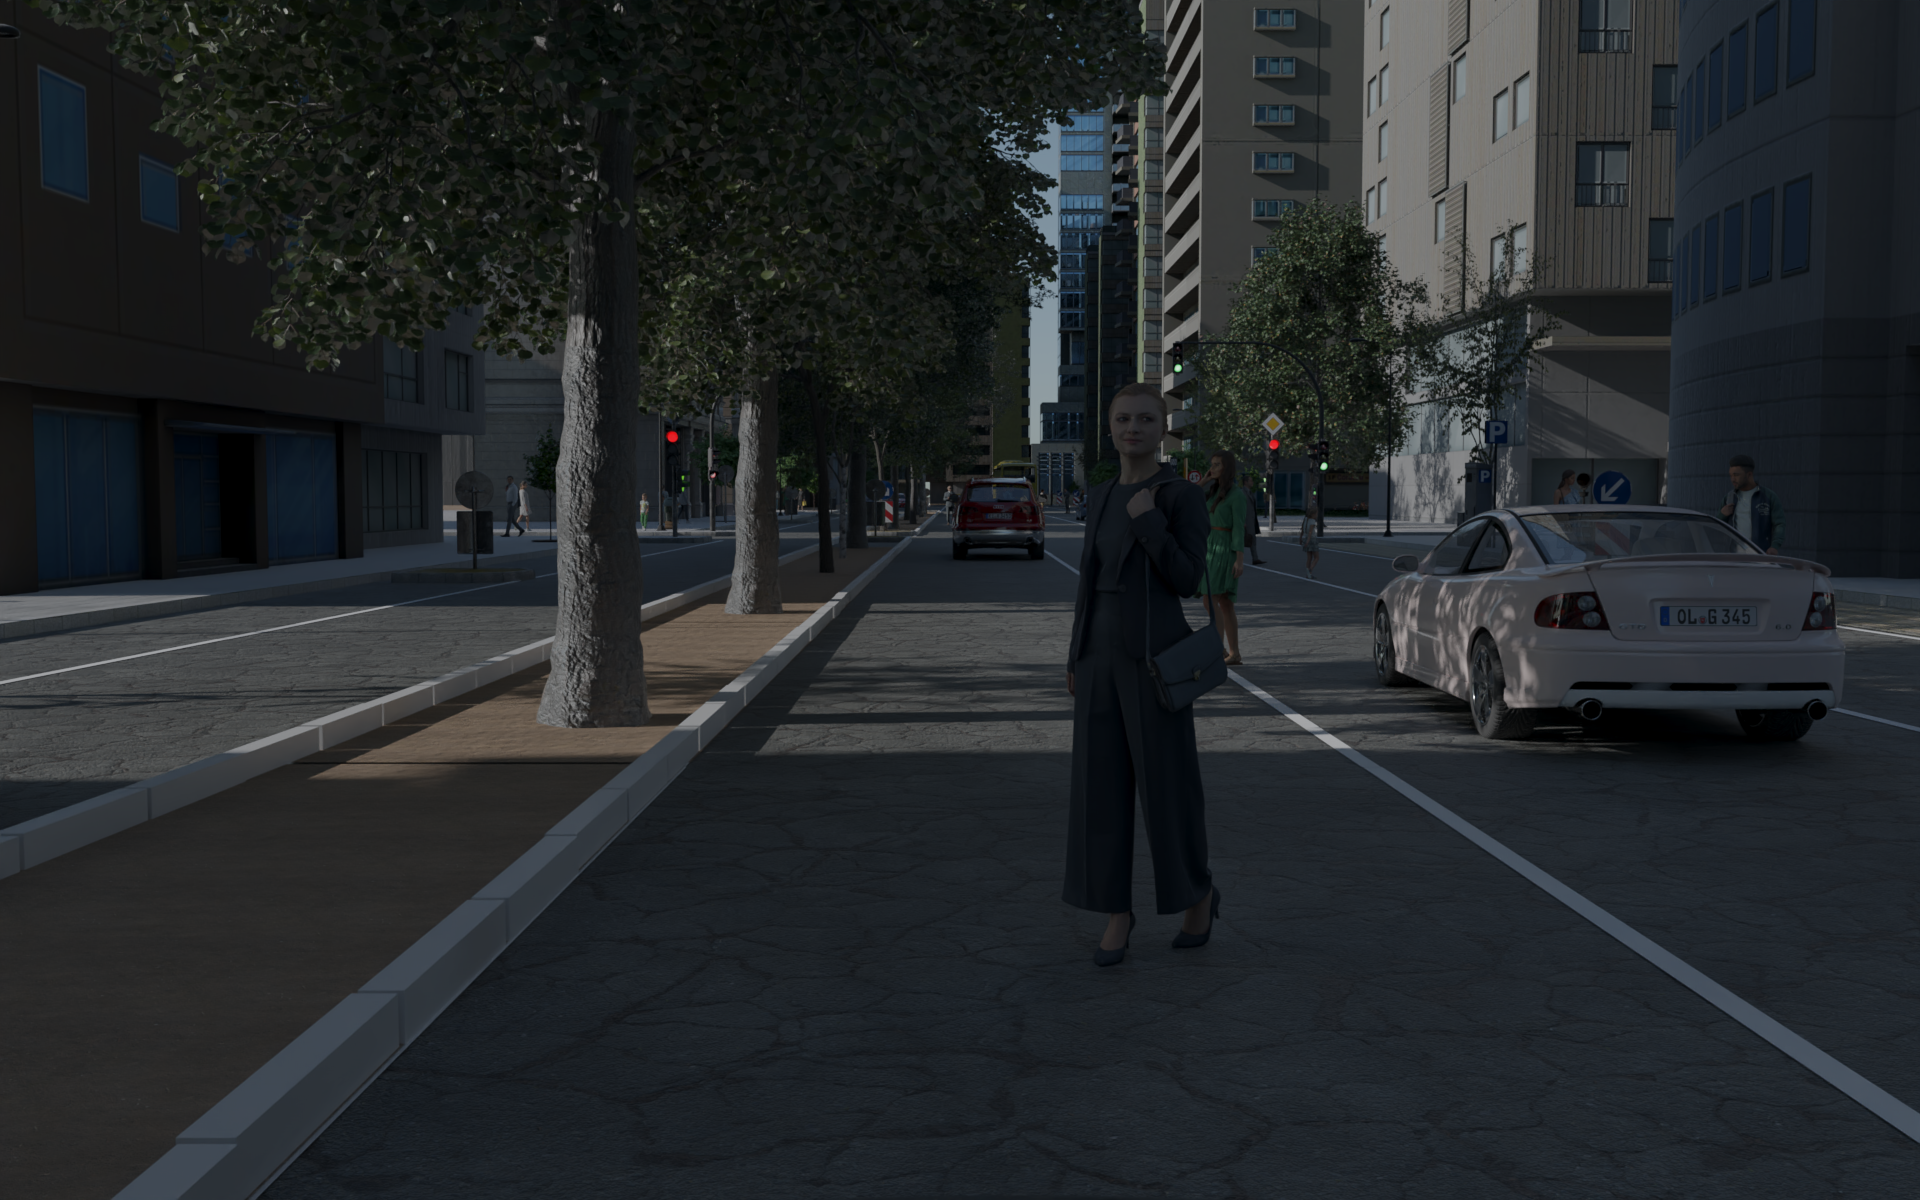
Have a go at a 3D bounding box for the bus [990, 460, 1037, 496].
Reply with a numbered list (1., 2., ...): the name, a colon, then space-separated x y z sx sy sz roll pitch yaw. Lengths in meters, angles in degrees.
1. bus: 3.884 -8.201 125.633 2.896 3.916 12.252 0 4 -2

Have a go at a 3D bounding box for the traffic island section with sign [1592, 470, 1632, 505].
1. traffic island section with sign: 10.821 -1.296 29.810 1.989 1.847 2.006 0 3 0

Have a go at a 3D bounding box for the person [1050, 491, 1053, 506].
1. person: 10.838 -11.947 203.789 0.705 1.831 1.348 1 4 9

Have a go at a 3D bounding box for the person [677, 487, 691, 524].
1. person: -12.050 -4.217 75.169 0.728 1.800 0.709 -3 4 -36

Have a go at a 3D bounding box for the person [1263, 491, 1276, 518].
1. person: 16.579 -5.303 92.657 0.656 1.842 0.836 -3 4 -39

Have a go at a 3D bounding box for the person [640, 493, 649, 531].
1. person: -11.062 -3.085 60.730 0.306 1.304 0.590 0 4 -8

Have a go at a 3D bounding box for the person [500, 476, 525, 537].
1. person: -13.423 -2.796 51.864 0.850 1.850 0.679 -3 5 -40

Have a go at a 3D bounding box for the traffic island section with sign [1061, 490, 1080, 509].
1. traffic island section with sign: 10.703 -9.372 161.864 1.989 1.847 2.006 0 3 0

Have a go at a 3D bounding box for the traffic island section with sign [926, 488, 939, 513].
1. traffic island section with sign: -2.651 -7.737 134.629 2.006 1.907 1.989 0 3 0

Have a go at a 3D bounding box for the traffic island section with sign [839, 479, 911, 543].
1. traffic island section with sign: -2.582 -2.688 52.084 2.006 1.907 1.989 0 3 0

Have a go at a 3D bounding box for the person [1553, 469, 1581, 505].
1. person: 9.281 -1.103 26.623 0.616 1.811 0.778 -2 4 -24

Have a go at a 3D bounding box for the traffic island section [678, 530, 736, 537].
1. traffic island section: -8.555 -2.297 59.830 2.009 0.180 2.903 0 3 0

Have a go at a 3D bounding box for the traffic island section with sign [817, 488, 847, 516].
1. traffic island section with sign: -8.270 -6.330 112.127 1.989 1.847 2.006 0 3 0

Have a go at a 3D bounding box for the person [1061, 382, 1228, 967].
1. person: 0.557 0.215 5.409 0.576 1.772 0.534 2 4 24

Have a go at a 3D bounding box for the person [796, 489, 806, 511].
1. person: -12.349 -7.732 132.679 0.699 1.804 1.509 -2 4 -30

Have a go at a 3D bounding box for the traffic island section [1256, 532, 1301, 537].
1. traffic island section: 10.787 -2.297 59.841 2.009 0.180 2.903 0 3 0

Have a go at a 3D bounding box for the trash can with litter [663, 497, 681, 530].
1. trash can with litter: -10.460 -3.151 62.908 0.624 1.170 1.055 0 4 -7

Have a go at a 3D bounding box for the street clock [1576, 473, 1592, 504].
1. street clock: 21.241 -3.327 58.970 0.471 2.002 0.358 2 4 35

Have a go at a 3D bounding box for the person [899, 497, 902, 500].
1. person: -5.717 -8.664 150.159 1.348 1.824 0.705 1 4 12

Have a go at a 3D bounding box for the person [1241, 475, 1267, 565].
1. person: 5.819 -1.615 35.009 0.767 1.812 0.694 2 4 26

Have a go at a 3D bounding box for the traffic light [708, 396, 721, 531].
1. traffic light: -6.423 -5.203 59.732 4.771 5.953 1.251 0 3 0

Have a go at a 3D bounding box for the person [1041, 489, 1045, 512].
1. person: 6.631 -7.962 138.674 0.705 1.824 1.348 -1 4 -13

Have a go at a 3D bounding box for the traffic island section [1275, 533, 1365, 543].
1. traffic island section: 10.793 -1.809 51.856 2.009 0.180 2.903 0 3 0

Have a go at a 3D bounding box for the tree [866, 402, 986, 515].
1. tree: -3.057 -12.113 117.514 9.611 12.733 9.660 0 3 0

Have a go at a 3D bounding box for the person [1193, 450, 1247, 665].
1. person: 2.184 -0.342 14.333 0.529 1.795 0.600 -3 4 -38

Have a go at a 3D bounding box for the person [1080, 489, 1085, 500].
1. person: 10.188 -8.236 143.188 0.705 1.821 1.348 2 4 32

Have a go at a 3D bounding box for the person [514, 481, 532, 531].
1. person: -15.134 -3.257 60.047 0.466 1.731 0.760 1 4 23

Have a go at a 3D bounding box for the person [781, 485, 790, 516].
1. person: -10.274 -5.906 102.852 0.600 1.795 0.529 2 4 29

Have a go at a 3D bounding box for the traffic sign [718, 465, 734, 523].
1. traffic sign: -10.339 -4.667 76.408 0.768 2.556 0.104 0 4 7

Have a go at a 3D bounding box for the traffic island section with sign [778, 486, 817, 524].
1. traffic island section with sign: -8.257 -4.682 85.172 1.989 1.847 2.006 0 3 0

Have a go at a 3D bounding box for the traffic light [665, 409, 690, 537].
1. traffic light: -8.508 -3.840 51.710 0.839 4.253 0.868 0 3 0

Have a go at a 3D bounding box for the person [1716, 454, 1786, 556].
1. person: 7.017 -0.401 15.400 0.623 1.781 0.721 2 4 35

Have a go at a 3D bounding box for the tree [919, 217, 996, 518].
1. tree: -3.488 -15.108 105.364 12.611 20.169 13.585 0 3 0

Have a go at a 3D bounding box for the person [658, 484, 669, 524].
1. person: -12.574 -4.055 73.343 0.512 1.701 0.522 0 4 0

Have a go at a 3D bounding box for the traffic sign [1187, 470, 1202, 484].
1. traffic sign: 12.528 -5.654 92.549 0.768 2.556 0.104 1 4 8

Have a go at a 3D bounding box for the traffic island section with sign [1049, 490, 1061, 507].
1. traffic island section with sign: 10.683 -11.021 188.820 1.989 1.847 2.006 0 3 0

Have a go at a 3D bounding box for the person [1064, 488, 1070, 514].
1. person: 7.851 -7.299 127.637 0.447 1.846 0.655 -2 4 -26

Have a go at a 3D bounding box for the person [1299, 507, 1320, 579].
1. person: 5.851 -0.962 29.242 0.382 1.210 0.505 -2 4 -26

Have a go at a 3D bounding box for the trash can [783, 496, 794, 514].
1. trash can: -10.403 -5.738 105.465 0.748 1.137 0.748 0 3 0

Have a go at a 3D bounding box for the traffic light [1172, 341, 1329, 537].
1. traffic light: 8.662 -4.705 51.599 4.771 5.953 1.251 0 3 0

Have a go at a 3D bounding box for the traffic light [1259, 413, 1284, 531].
1. traffic light: 10.747 -4.331 59.727 0.839 4.253 0.868 0 3 0

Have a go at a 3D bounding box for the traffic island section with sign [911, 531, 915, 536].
1. traffic island section with sign: -2.579 -3.141 59.491 2.006 1.907 1.989 0 3 0

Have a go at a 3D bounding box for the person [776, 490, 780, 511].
1. person: -13.977 -7.622 130.650 0.794 1.824 0.713 0 4 -2

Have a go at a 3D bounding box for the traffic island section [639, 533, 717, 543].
1. traffic island section: -8.548 -1.808 51.845 2.009 0.180 2.903 0 3 0

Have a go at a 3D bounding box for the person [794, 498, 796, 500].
1. person: -10.532 -6.299 109.460 0.534 1.772 0.576 0 4 1

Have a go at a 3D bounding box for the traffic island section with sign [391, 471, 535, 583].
1. traffic island section with sign: -8.200 -1.240 28.896 1.989 1.847 2.006 0 3 0

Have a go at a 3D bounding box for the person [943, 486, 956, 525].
1. person: -0.415 -4.342 79.659 0.661 1.801 0.590 -1 4 -16
